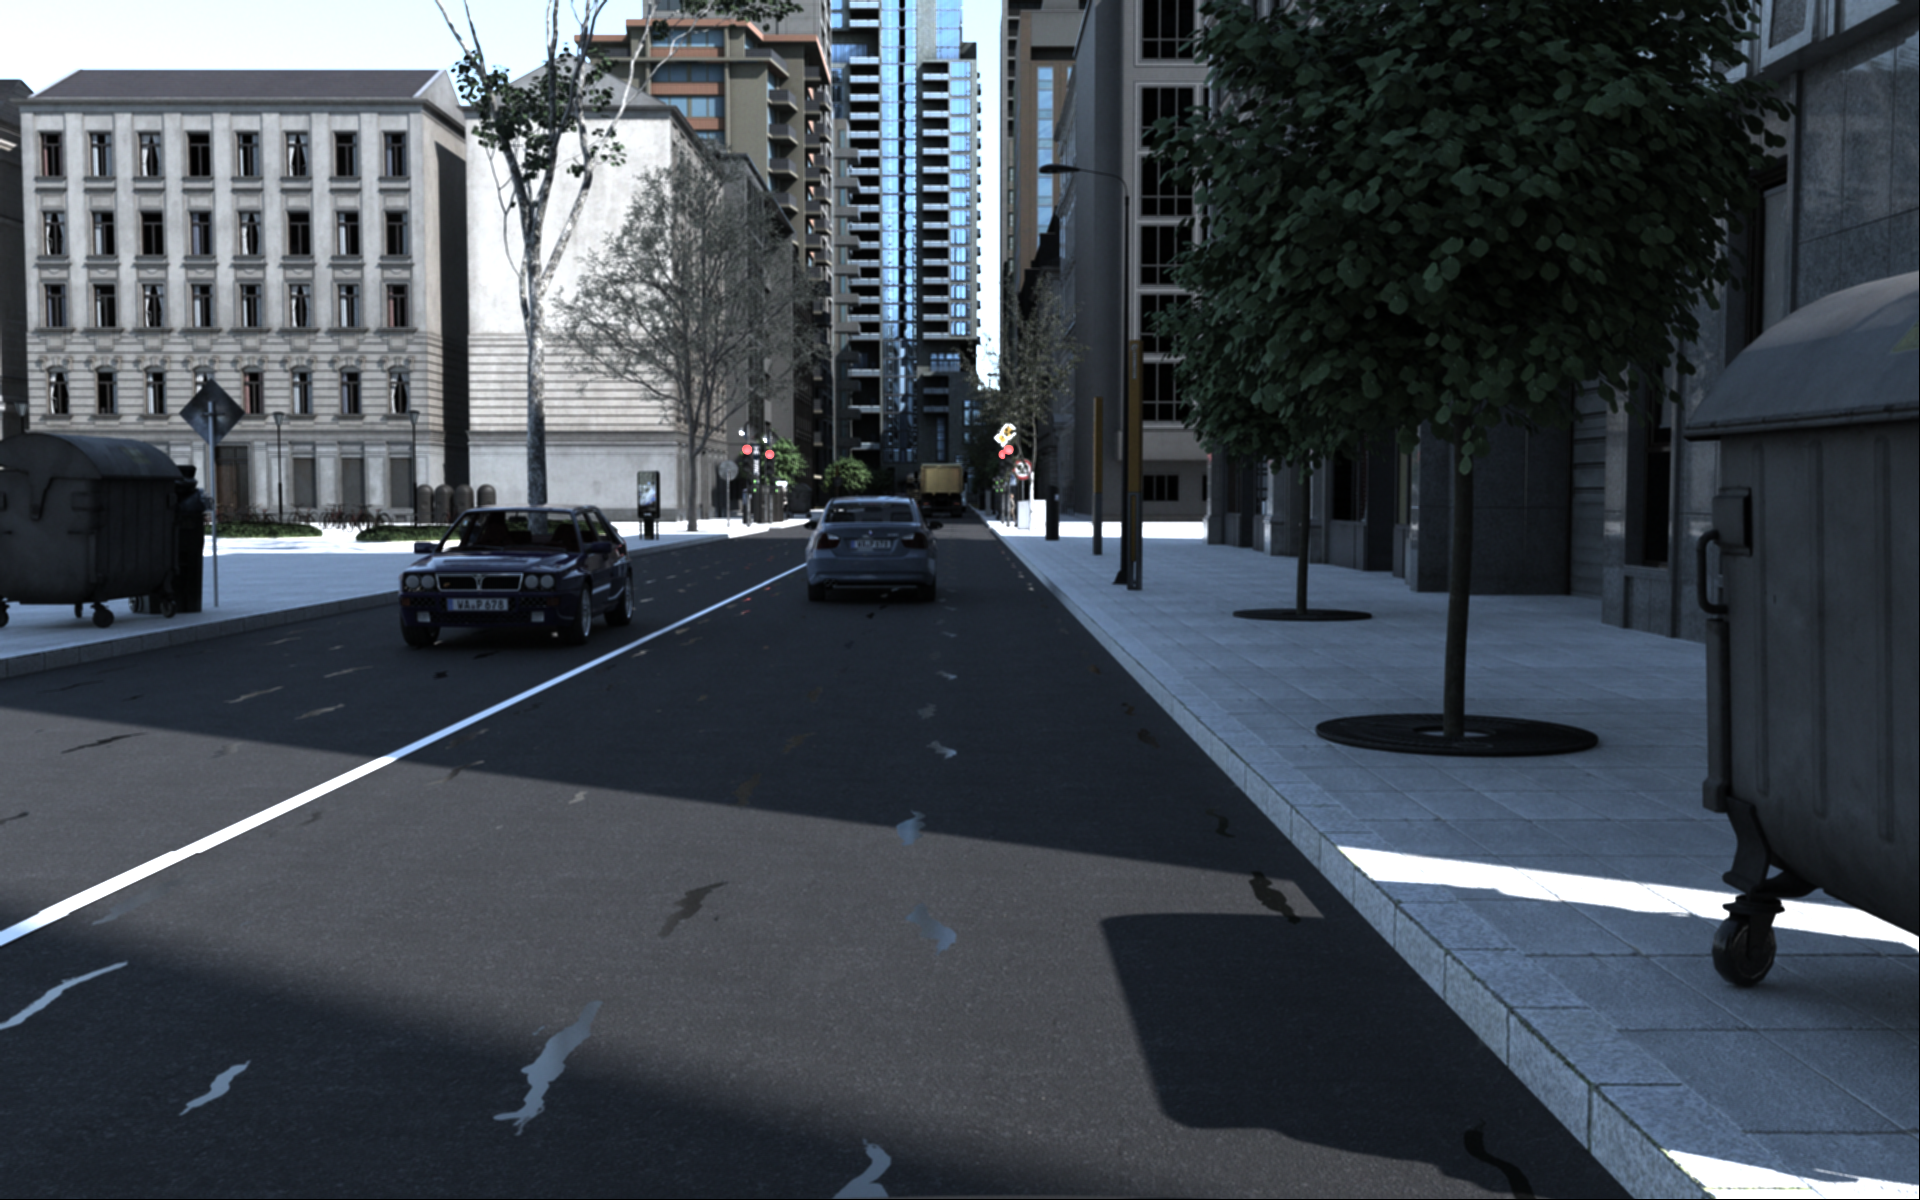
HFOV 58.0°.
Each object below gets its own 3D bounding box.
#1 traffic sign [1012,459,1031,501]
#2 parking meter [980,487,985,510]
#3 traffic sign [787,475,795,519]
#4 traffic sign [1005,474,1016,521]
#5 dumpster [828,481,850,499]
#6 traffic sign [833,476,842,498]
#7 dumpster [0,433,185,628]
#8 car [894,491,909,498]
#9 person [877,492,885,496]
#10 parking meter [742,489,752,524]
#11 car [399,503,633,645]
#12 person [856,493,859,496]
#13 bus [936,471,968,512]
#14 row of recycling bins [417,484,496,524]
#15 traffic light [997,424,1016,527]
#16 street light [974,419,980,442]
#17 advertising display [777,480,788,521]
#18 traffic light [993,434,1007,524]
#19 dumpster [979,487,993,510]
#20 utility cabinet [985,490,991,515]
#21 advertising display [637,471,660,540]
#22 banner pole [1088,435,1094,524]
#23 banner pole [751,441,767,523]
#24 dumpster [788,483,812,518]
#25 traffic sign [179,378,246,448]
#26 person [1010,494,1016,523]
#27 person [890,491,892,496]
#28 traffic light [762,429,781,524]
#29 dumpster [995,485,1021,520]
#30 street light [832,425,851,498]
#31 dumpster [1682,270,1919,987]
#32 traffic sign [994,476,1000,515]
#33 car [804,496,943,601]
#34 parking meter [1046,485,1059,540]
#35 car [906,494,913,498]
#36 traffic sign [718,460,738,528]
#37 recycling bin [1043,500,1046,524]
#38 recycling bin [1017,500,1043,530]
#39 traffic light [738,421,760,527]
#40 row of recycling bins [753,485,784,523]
[{"bbox_3d":[2.267,-3.817,62.511,0.768,2.556,0.104,0,4,6],"label":"traffic sign"},{"bbox_3d":[1.761,-7.975,136.105,0.255,1.863,0.399,2,4,31],"label":"parking meter"},{"bbox_3d":[-8.945,-5.486,89.809,0.768,2.556,0.104,0,4,3],"label":"traffic sign"},{"bbox_3d":[2.412,-4.946,82.994,0.606,2.300,0.079,0,4,2],"label":"traffic sign"},{"bbox_3d":[-8.781,-7.529,125.598,1.502,2.255,1.985,0,3,0],"label":"dumpster"},{"bbox_3d":[-8.606,-7.404,121.153,0.768,2.556,0.104,1,4,9],"label":"traffic sign"},{"bbox_3d":[-8.714,-0.701,17.217,1.264,1.857,1.865,0,4,0],"label":"dumpster"},{"bbox_3d":[-6.619,-11.114,190.745,2.155,1.783,4.494,0,4,0],"label":"car"},{"bbox_3d":[-9.126,-11.887,200.531,1.348,1.807,0.705,-3,4,-39],"label":"person"},{"bbox_3d":[-9.095,-4.010,73.981,0.372,1.533,0.369,0,3,0],"label":"parking meter"},{"bbox_3d":[-4.444,-0.312,17.682,1.945,1.354,3.894,0,4,-2],"label":"car"},{"bbox_3d":[-11.199,-10.911,187.626,0.799,1.438,0.628,1,4,20],"label":"person"},{"bbox_3d":[-0.787,-8.994,141.910,2.948,3.499,13.247,0,4,0],"label":"bus"},{"bbox_3d":[-21.615,-4.104,74.217,3.534,1.692,1.069,0,4,4],"label":"row of recycling bins"},{"bbox_3d":[1.842,-4.751,66.593,0.839,4.253,0.868,0,3,0],"label":"traffic light"},{"bbox_3d":[1.576,-8.275,107.837,1.470,5.913,1.316,0,3,0],"label":"street light"},{"bbox_3d":[-8.426,-4.666,81.501,0.123,1.923,0.974,2,4,28],"label":"advertising display"},{"bbox_3d":[1.828,-5.239,74.578,0.839,4.253,0.868,0,3,0],"label":"traffic light"},{"bbox_3d":[2.105,-8.083,137.909,1.264,1.857,1.865,0,3,0],"label":"dumpster"},{"bbox_3d":[1.676,-5.764,102.921,0.318,1.500,1.173,0,4,-1],"label":"utility cabinet"},{"bbox_3d":[-8.759,-2.662,48.741,0.123,1.923,0.974,-3,5,-43],"label":"advertising display"},{"bbox_3d":[5.794,-5.135,73.974,0.401,3.779,0.863,2,4,31],"label":"banner pole"},{"bbox_3d":[-8.732,-5.240,75.686,0.863,3.779,0.401,-1,4,-9],"label":"banner pole"},{"bbox_3d":[-8.590,-5.310,92.585,1.264,1.857,1.865,0,3,0],"label":"dumpster"},{"bbox_3d":[-8.508,-1.223,19.723,0.795,2.593,0.064,0,4,6],"label":"traffic sign"},{"bbox_3d":[2.260,-4.079,77.009,0.475,1.303,0.640,3,5,41],"label":"person"},{"bbox_3d":[-8.963,-13.361,225.412,0.530,1.710,0.541,0,4,2],"label":"person"},{"bbox_3d":[-8.133,-5.237,74.545,0.839,4.253,0.868,0,3,0],"label":"traffic light"},{"bbox_3d":[2.376,-4.840,84.890,1.264,1.857,1.865,0,4,0],"label":"dumpster"},{"bbox_3d":[-8.031,-8.806,116.512,1.470,5.913,1.316,0,3,0],"label":"street light"},{"bbox_3d":[2.555,0.122,3.770,1.264,1.857,1.865,0,3,0],"label":"dumpster"},{"bbox_3d":[2.397,-6.392,104.612,0.768,2.556,0.104,0,4,3],"label":"traffic sign"},{"bbox_3d":[-1.232,-0.769,24.573,2.014,1.417,4.499,0,4,-2],"label":"car"},{"bbox_3d":[2.565,-2.427,48.085,0.372,1.533,0.369,0,3,0],"label":"parking meter"},{"bbox_3d":[-6.716,-12.359,211.849,2.009,1.686,4.222,0,4,0],"label":"car"},{"bbox_3d":[-8.746,-3.991,65.351,0.768,2.556,0.104,1,4,8],"label":"traffic sign"},{"bbox_3d":[3.222,-3.757,73.979,0.722,1.027,0.722,-2,4,-31],"label":"recycling bin"},{"bbox_3d":[2.461,-3.010,61.764,0.722,1.027,0.722,1,4,13],"label":"recycling bin"},{"bbox_3d":[-8.119,-4.749,66.560,0.839,4.253,0.868,0,3,0],"label":"traffic light"},{"bbox_3d":[-8.652,-4.375,78.636,1.069,1.692,3.534,0,4,5],"label":"row of recycling bins"}]
